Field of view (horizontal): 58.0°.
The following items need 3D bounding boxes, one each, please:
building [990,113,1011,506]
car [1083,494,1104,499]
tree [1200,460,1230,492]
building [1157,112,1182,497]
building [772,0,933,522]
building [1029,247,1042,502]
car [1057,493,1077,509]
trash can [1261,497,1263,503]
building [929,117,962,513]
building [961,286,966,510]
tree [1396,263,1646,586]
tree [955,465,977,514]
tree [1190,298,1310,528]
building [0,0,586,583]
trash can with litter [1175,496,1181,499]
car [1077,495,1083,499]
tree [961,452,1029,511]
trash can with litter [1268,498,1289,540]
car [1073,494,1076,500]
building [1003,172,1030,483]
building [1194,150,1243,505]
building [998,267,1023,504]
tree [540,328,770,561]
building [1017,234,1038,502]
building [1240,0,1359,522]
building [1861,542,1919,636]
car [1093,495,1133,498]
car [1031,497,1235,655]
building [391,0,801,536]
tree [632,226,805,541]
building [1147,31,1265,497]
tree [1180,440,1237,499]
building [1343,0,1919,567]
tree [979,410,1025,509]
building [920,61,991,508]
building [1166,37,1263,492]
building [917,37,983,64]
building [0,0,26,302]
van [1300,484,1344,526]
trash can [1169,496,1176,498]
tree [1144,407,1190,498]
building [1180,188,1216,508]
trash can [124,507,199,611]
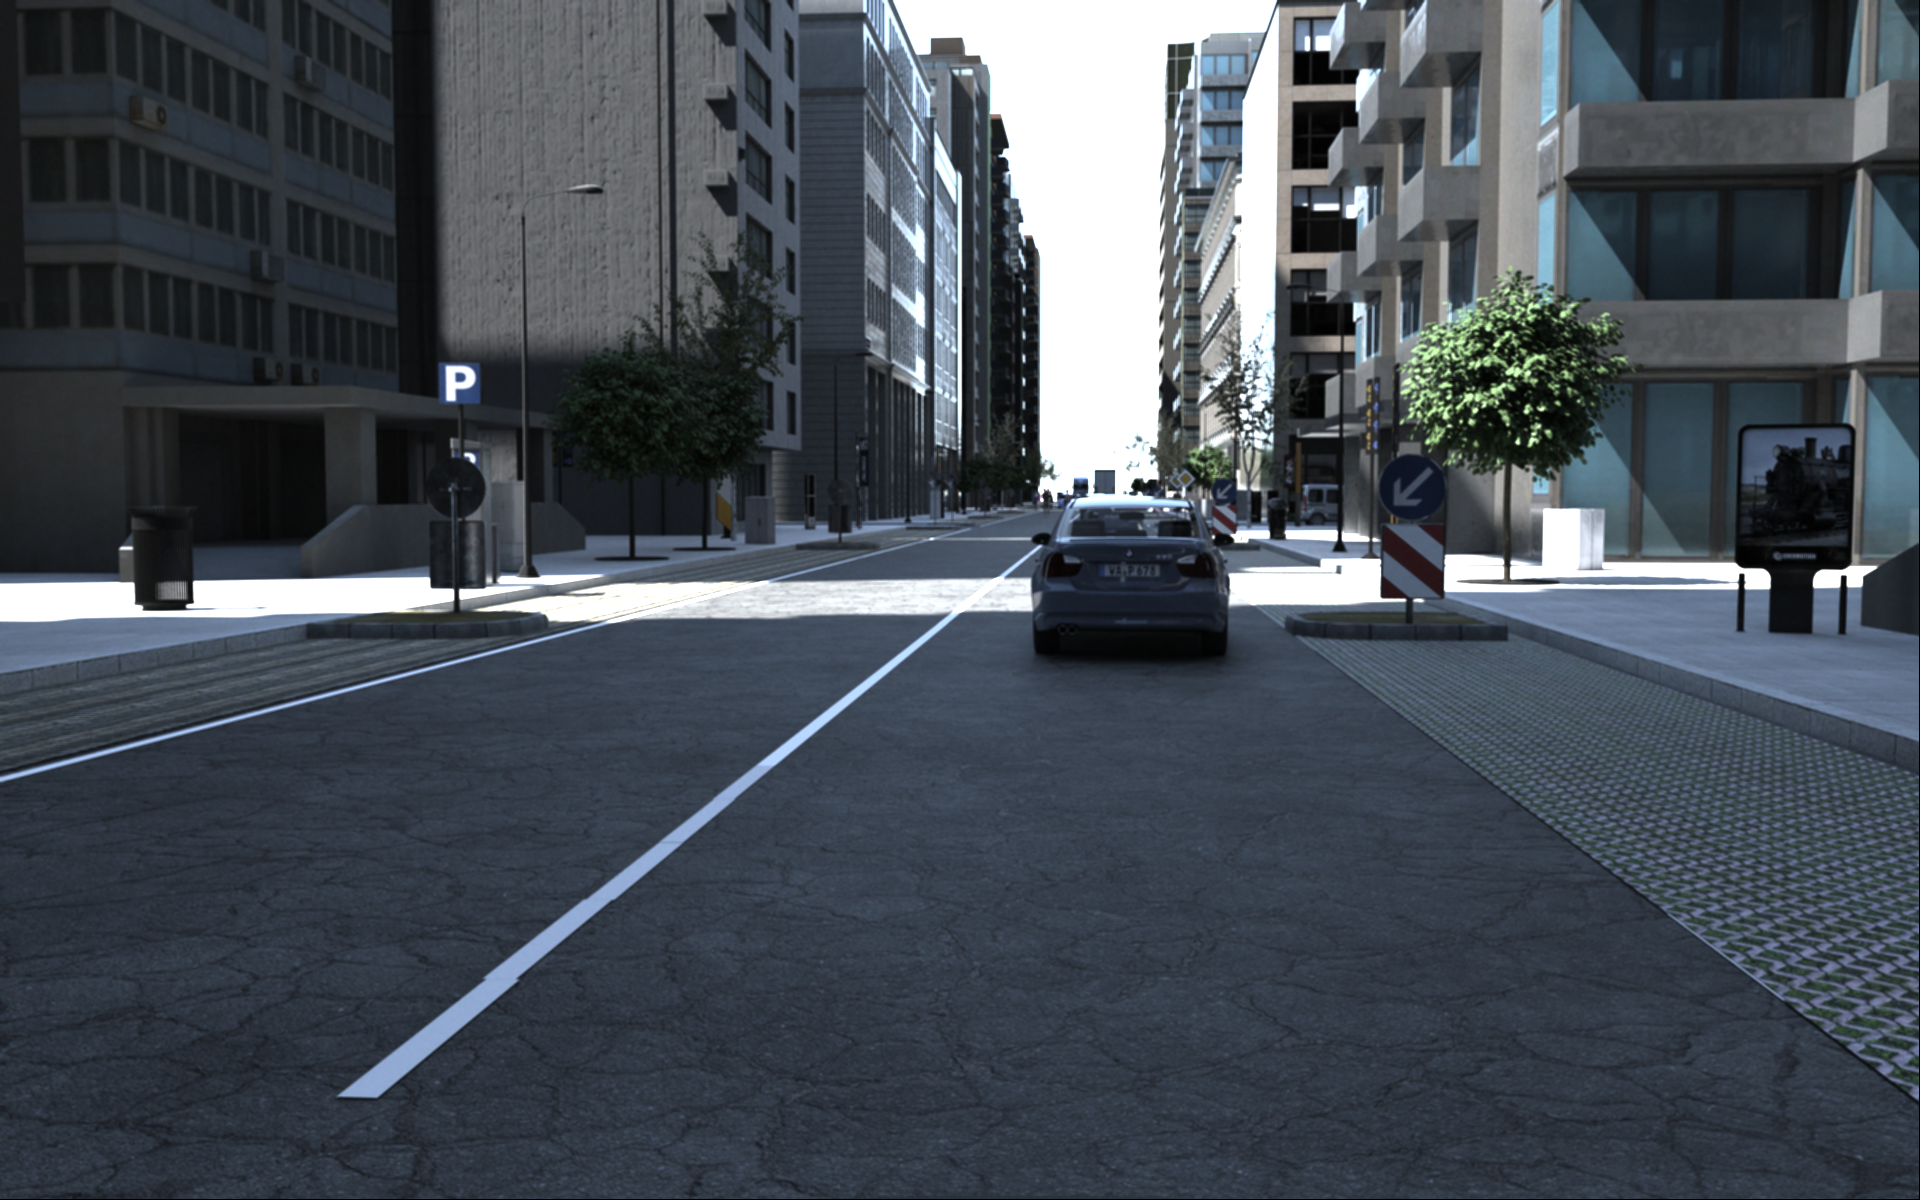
[{"bbox_3d":[-5.729,-33.136,196.402,22.147,44.769,28.867,0,4,5],"label":"building"},{"bbox_3d":[7.598,-5.339,97.080,2.009,1.686,4.222,0,4,5],"label":"car"},{"bbox_3d":[14.376,-6.331,98.116,1.663,3.219,1.824,0,3,0],"label":"tree"},{"bbox_3d":[35.440,-36.049,213.096,21.300,48.544,21.600,0,4,5],"label":"building"},{"bbox_3d":[-8.512,-19.385,94.443,11.434,29.767,29.804,0,4,5],"label":"building"},{"bbox_3d":[7.127,-40.025,304.526,14.600,45.320,14.200,0,4,5],"label":"building"},{"bbox_3d":[10.489,-9.804,169.894,1.945,1.707,3.694,0,4,3],"label":"car"},{"bbox_3d":[13.474,-4.130,79.174,0.748,1.137,0.748,0,3,0],"label":"trash can"},{"bbox_3d":[-6.735,-18.431,119.361,12.078,24.808,19.932,0,4,5],"label":"building"},{"bbox_3d":[-6.273,-18.848,137.838,12.332,23.373,15.834,0,4,5],"label":"building"},{"bbox_3d":[7.975,-2.516,24.843,4.285,4.588,4.351,0,3,0],"label":"tree"},{"bbox_3d":[0.376,-7.337,114.555,1.663,3.219,1.824,0,3,0],"label":"tree"},{"bbox_3d":[10.881,-6.995,64.729,4.360,8.622,3.978,0,3,0],"label":"tree"},{"bbox_3d":[-25.293,-20.881,33.284,32.217,40.220,23.993,0,4,5],"label":"building"},{"bbox_3d":[15.697,-6.999,125.814,0.624,1.170,1.055,-1,4,-16],"label":"trash can with litter"},{"bbox_3d":[13.507,-11.710,204.043,1.945,1.354,3.894,0,4,7],"label":"car"},{"bbox_3d":[3.015,-9.951,146.419,4.285,4.588,4.351,0,3,0],"label":"tree"},{"bbox_3d":[9.069,-2.300,48.990,0.624,1.170,1.055,0,4,0],"label":"trash can with litter"},{"bbox_3d":[12.165,-11.070,193.003,2.014,1.417,4.499,0,4,4],"label":"car"},{"bbox_3d":[-1.990,-38.794,253.894,23.786,49.044,30.456,0,4,5],"label":"building"},{"bbox_3d":[26.995,-21.537,128.544,17.030,29.872,44.131,0,4,5],"label":"building"},{"bbox_3d":[0.564,-27.287,217.836,14.160,30.474,14.107,0,4,5],"label":"building"},{"bbox_3d":[-6.509,-3.068,33.873,4.285,4.588,4.351,0,3,0],"label":"tree"},{"bbox_3d":[1.342,-38.461,283.456,22.147,44.769,28.867,0,4,5],"label":"building"},{"bbox_3d":[31.890,-17.204,85.802,34.151,26.468,19.350,0,4,5],"label":"building"},{"bbox_3d":[24.252,-19.298,7.411,32.217,40.220,23.993,0,4,5],"label":"building"},{"bbox_3d":[4.627,-2.449,52.037,2.014,1.417,4.499,0,4,6],"label":"car"},{"bbox_3d":[1.663,-0.292,16.773,2.014,1.417,4.499,0,4,6],"label":"car"},{"bbox_3d":[-13.075,-17.626,59.885,14.107,30.474,14.160,0,4,5],"label":"building"},{"bbox_3d":[-6.415,-5.919,47.132,4.737,8.622,4.395,0,3,0],"label":"tree"},{"bbox_3d":[40.325,-51.107,273.852,20.563,71.187,20.611,0,4,5],"label":"building"},{"bbox_3d":[15.008,-7.403,104.758,4.285,4.588,4.351,0,3,0],"label":"tree"},{"bbox_3d":[21.515,-25.874,42.650,23.786,49.044,30.456,0,4,5],"label":"building"},{"bbox_3d":[3.679,-12.276,151.073,4.360,8.622,3.978,0,3,0],"label":"tree"},{"bbox_3d":[-4.561,-29.157,160.311,14.154,41.232,14.086,0,4,5],"label":"building"},{"bbox_3d":[34.592,-34.675,186.545,23.786,49.044,30.456,0,4,5],"label":"building"},{"bbox_3d":[-4.304,-32.085,174.698,14.600,45.320,14.200,0,4,5],"label":"building"},{"bbox_3d":[-14.361,-21.710,5.078,14.600,45.320,14.200,0,4,5],"label":"building"},{"bbox_3d":[16.339,-4.042,73.098,4.112,2.044,2.013,0,4,3],"label":"van"},{"bbox_3d":[16.024,-7.251,130.201,0.748,1.137,0.748,0,3,0],"label":"trash can"},{"bbox_3d":[17.454,-11.925,145.340,4.360,8.622,3.978,0,3,0],"label":"tree"},{"bbox_3d":[28.103,-24.075,165.335,14.160,30.474,14.107,0,4,5],"label":"building"},{"bbox_3d":[-8.816,-0.459,19.163,0.748,1.137,0.748,0,3,0],"label":"trash can"}]
